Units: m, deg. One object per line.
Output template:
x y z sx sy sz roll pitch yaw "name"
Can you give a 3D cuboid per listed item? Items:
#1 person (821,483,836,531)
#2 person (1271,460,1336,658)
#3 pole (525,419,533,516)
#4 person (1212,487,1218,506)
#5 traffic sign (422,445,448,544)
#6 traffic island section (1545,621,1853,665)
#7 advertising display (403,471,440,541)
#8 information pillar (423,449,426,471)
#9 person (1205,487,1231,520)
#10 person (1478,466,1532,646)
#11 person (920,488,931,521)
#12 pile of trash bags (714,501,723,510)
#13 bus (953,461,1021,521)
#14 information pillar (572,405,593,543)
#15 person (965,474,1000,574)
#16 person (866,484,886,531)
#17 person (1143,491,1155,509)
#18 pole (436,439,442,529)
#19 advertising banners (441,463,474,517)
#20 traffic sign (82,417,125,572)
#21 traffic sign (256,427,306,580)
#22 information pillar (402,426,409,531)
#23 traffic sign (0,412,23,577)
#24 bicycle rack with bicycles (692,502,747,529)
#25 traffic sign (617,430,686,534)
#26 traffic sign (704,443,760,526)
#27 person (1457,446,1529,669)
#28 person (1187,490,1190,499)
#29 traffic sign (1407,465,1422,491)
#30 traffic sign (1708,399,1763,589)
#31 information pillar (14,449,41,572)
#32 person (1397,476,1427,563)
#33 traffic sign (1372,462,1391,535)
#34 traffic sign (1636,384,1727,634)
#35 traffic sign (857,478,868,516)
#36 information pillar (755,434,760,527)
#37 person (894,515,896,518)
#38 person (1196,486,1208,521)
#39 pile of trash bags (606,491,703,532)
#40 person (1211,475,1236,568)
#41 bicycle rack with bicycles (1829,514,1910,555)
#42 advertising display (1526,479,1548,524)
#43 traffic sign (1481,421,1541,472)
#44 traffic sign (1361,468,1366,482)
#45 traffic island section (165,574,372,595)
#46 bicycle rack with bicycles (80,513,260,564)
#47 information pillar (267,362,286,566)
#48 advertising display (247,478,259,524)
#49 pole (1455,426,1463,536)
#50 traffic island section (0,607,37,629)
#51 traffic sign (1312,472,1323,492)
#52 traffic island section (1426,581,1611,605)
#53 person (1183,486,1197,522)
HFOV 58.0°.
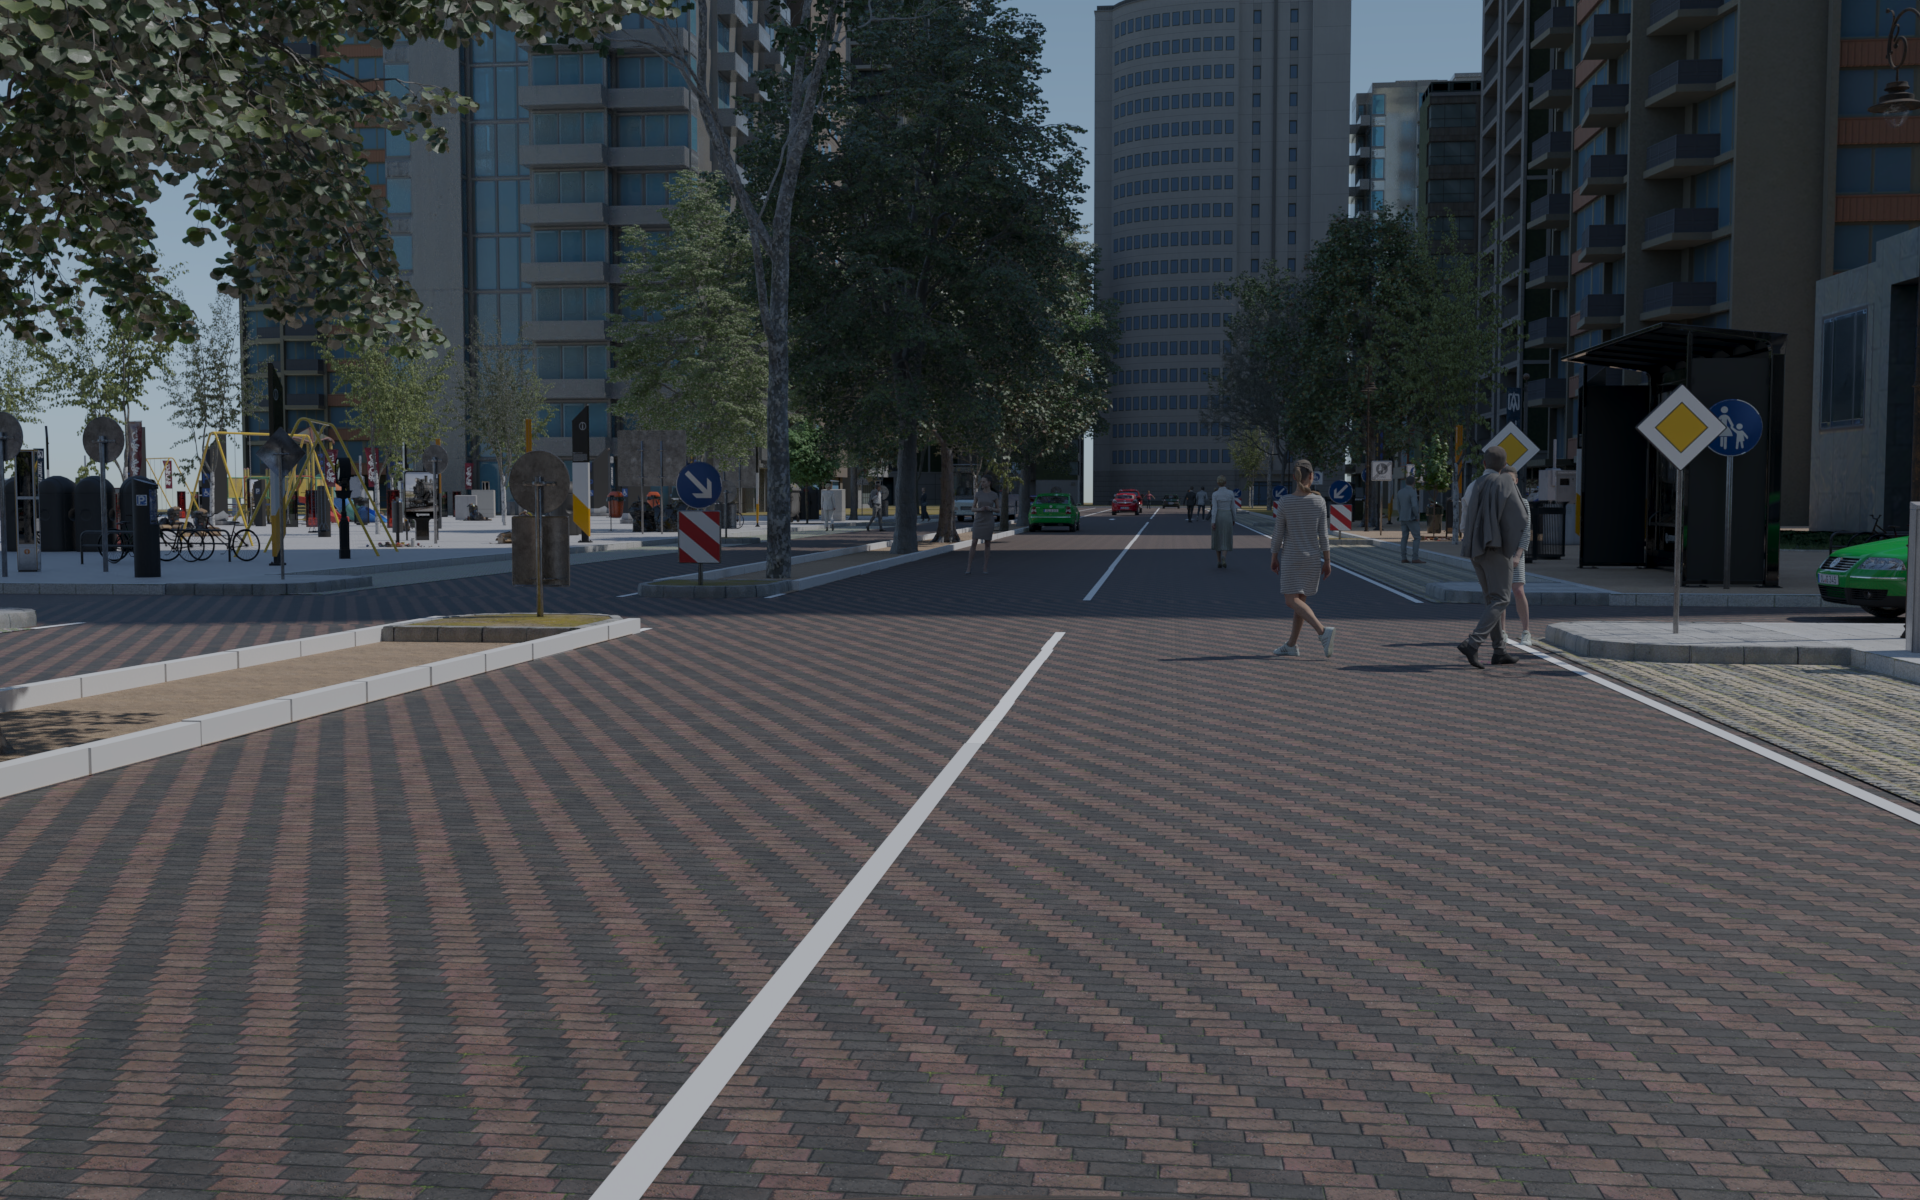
-5.009 -3.529 66.077 0.514 1.842 0.818 -1 4 -16 "person"
3.034 -0.362 15.175 0.466 1.731 0.760 -3 4 -38 "person"
-11.722 -3.260 47.136 0.158 3.312 0.155 0 3 0 "pole"
14.225 -5.353 96.252 0.478 1.798 0.641 3 5 43 "person"
-13.551 -2.727 44.690 0.768 2.556 0.104 1 4 17 "traffic sign"
6.604 0.388 15.941 2.009 0.180 2.903 0 4 7 "traffic island section"
-14.908 -2.614 47.960 0.974 1.923 0.123 -2 4 -34 "advertising display"
-28.198 -6.108 91.221 0.183 3.616 0.504 -1 4 -9 "information pillar"
14.113 -5.214 93.971 1.509 1.804 0.699 1 4 14 "person"
5.238 -0.434 16.592 0.512 1.701 0.522 1 4 23 "person"
-1.841 -4.960 90.011 0.534 1.772 0.576 -3 5 -40 "person"
-11.441 -3.852 72.726 3.447 1.369 1.912 0 4 -7 "pile of trash bags"
1.463 -6.070 94.108 2.948 3.499 13.247 0 4 8 "bus"
-9.968 -3.319 45.627 0.504 3.616 0.183 1 4 19 "information pillar"
0.403 -1.352 30.942 0.599 1.781 0.374 0 4 5 "person"
-3.235 -3.533 66.357 0.850 1.850 0.679 2 4 27 "person"
18.358 -9.736 168.408 1.217 1.743 0.721 0 4 -2 "person"
-19.216 -4.282 63.856 0.158 3.312 0.155 0 3 0 "pole"
-28.132 -6.147 96.698 2.074 3.025 0.090 -2 4 -34 "advertising banners"
-14.098 -1.737 28.508 0.768 2.556 0.104 1 4 10 "traffic sign"
-10.170 -1.365 25.957 0.795 2.450 0.064 0 4 7 "traffic sign"
-19.093 -4.174 59.600 0.183 3.616 0.504 -2 4 -24 "information pillar"
-14.809 -1.631 26.776 0.768 2.556 0.104 1 4 14 "traffic sign"
-9.747 -3.065 63.494 2.925 0.926 2.852 3 4 36 "bicycle rack with bicycles"
-9.833 -3.754 55.251 2.265 3.308 0.079 1 4 9 "traffic sign"
-9.068 -4.585 68.831 2.265 3.308 0.079 1 4 11 "traffic sign"
4.427 -0.352 14.353 0.850 1.850 0.679 -2 4 -34 "person"
21.170 -9.277 160.199 0.705 1.821 1.348 2 4 28 "person"
15.703 -3.523 59.733 0.606 2.300 0.079 1 4 16 "traffic sign"
10.351 -1.419 23.308 0.768 2.556 0.104 1 4 15 "traffic sign"
-15.362 -1.471 28.537 0.304 2.012 0.304 -1 4 -17 "information pillar"
9.268 -1.658 35.704 0.391 1.810 0.635 -2 4 -34 "person"
13.023 -3.144 53.536 0.606 2.300 0.079 1 4 8 "traffic sign"
6.579 -0.748 15.867 0.795 2.450 0.064 0 4 7 "traffic sign"
-5.699 -6.164 100.782 0.884 2.594 0.081 1 4 9 "traffic sign"
-7.926 -4.671 67.727 0.183 3.616 0.504 0 4 -5 "information pillar"
-2.338 -3.806 71.089 0.694 1.780 0.624 -2 4 -24 "person"
12.743 -5.079 91.381 0.661 1.843 0.795 1 4 22 "person"
-10.723 -3.033 59.339 3.447 1.369 1.912 2 4 29 "pile of trash bags"
5.078 -1.511 33.436 0.478 1.798 0.641 1 4 13 "person"
16.515 -1.004 29.799 2.925 0.926 2.852 0 4 3 "bicycle rack with bicycles"
24.576 -4.199 73.859 0.974 1.923 0.123 3 4 37 "advertising display"
7.542 -1.232 23.794 0.795 2.450 0.064 0 4 7 "traffic sign"
19.192 -4.958 81.161 0.768 2.556 0.104 1 4 11 "traffic sign"
-10.194 -0.229 26.022 2.009 0.180 2.903 0 4 7 "traffic island section"
-15.025 -1.159 32.333 2.925 0.926 2.852 1 4 20 "bicycle rack with bicycles"
-12.264 -2.431 31.097 0.183 3.616 0.504 0 4 0 "information pillar"
-29.145 -4.050 71.437 0.123 1.923 0.974 0 4 0 "advertising display"
14.867 -3.537 51.673 0.158 3.312 0.155 0 3 0 "pole"
-11.157 0.256 18.095 2.009 0.180 2.903 0 4 7 "traffic island section"
16.116 -4.668 78.449 0.606 2.300 0.079 1 4 12 "traffic sign"
7.566 -0.097 23.868 2.009 0.180 2.903 0 4 7 "traffic island section"
11.681 -4.862 87.767 0.659 1.850 0.755 1 4 19 "person"
